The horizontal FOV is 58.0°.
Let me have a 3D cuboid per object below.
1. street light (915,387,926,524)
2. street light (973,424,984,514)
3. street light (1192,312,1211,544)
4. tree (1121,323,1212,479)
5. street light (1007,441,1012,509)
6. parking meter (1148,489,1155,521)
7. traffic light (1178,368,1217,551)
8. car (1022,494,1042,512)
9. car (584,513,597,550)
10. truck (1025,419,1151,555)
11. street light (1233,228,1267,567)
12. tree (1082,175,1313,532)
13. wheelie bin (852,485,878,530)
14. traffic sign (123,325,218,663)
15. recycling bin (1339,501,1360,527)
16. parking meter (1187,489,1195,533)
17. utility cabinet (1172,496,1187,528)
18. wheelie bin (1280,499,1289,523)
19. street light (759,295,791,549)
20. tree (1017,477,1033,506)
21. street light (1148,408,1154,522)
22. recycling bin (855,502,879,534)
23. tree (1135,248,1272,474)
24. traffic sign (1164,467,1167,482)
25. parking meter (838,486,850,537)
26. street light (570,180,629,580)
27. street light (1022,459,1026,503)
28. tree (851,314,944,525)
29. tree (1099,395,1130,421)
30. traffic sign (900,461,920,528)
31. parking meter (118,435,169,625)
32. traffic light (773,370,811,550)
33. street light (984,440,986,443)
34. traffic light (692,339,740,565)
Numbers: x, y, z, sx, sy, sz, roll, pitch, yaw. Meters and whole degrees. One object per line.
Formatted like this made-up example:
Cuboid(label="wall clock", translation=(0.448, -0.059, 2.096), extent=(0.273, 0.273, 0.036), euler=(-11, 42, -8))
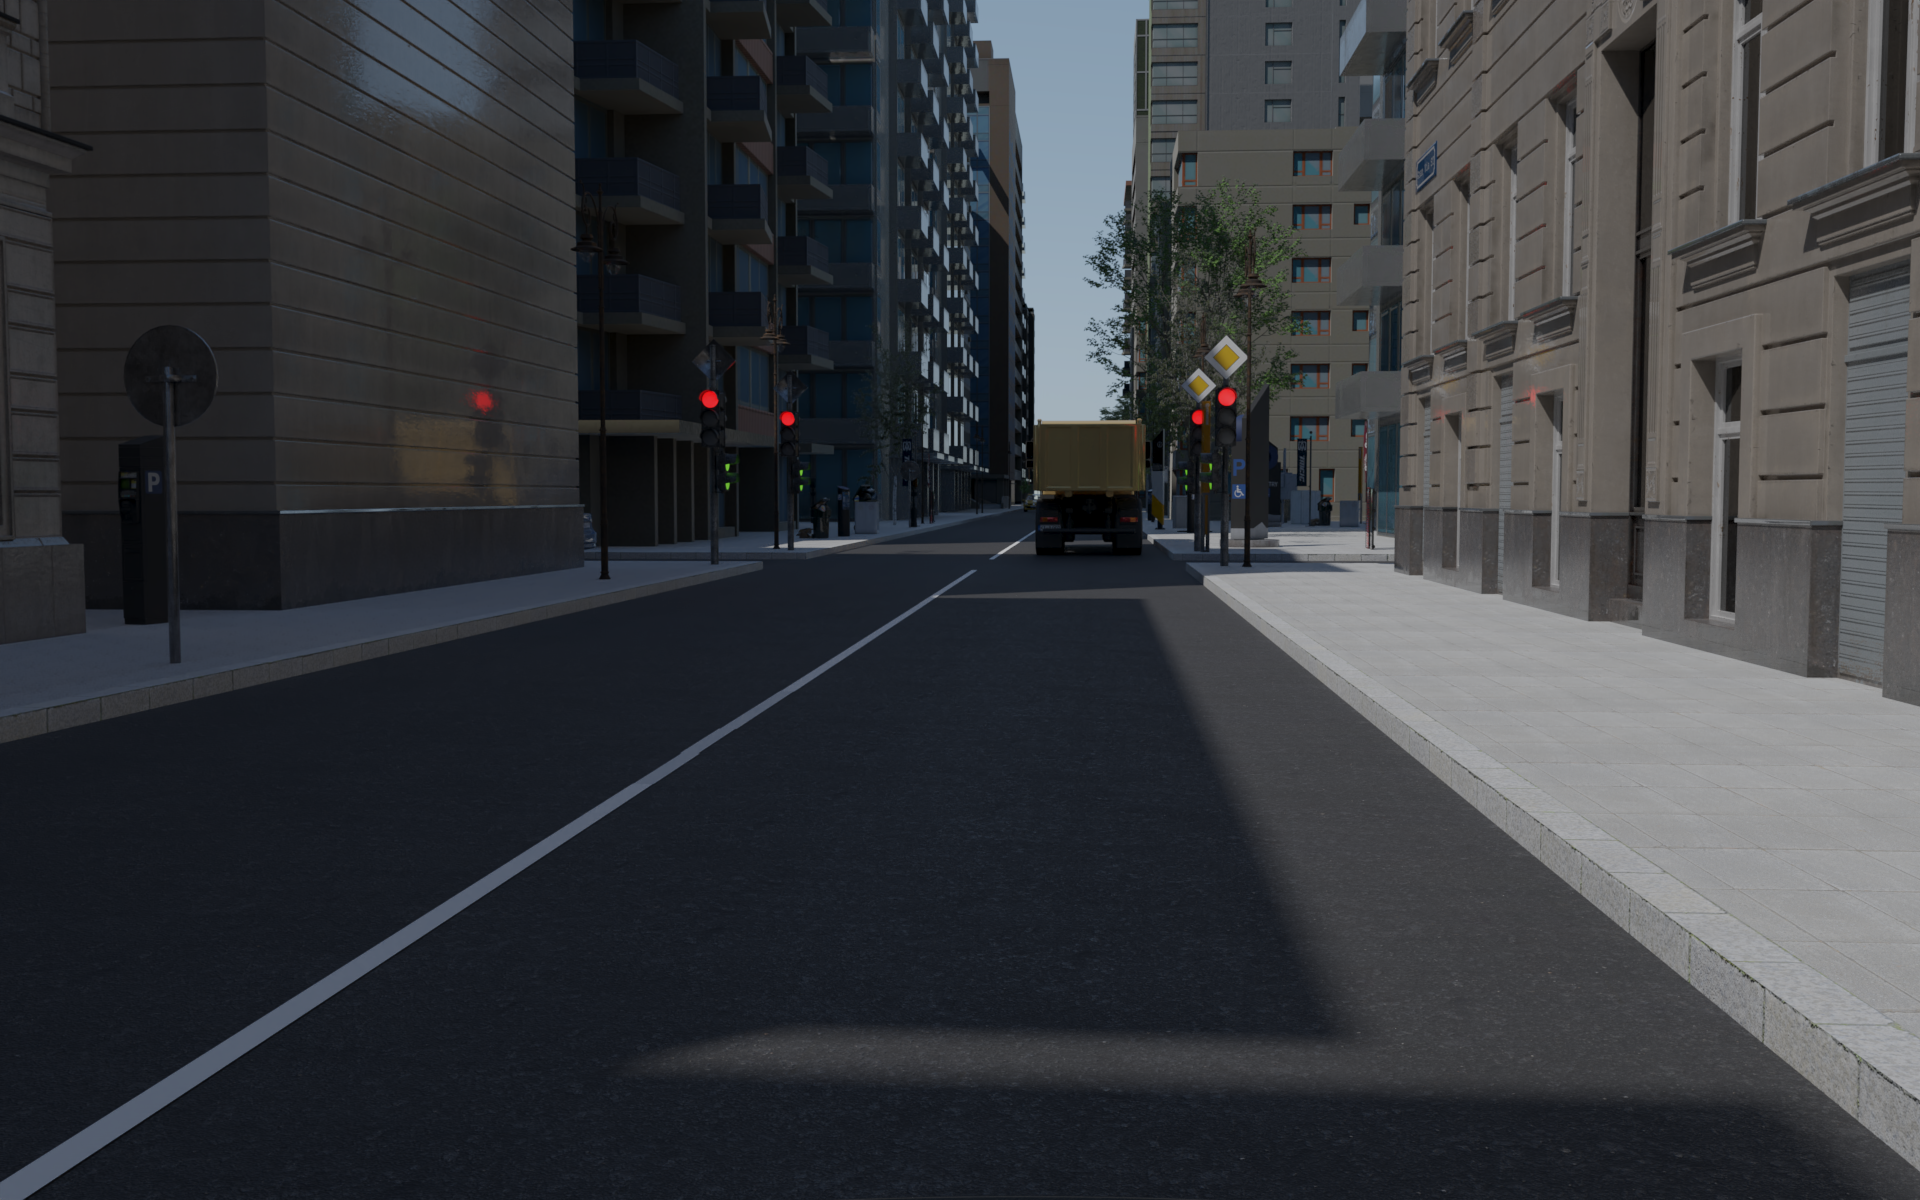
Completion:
Cuboid(label="street light", translation=(-1.621, -6.242, 74.841), extent=(0.468, 5.910, 1.993), euler=(0, 4, 4))
Cuboid(label="street light", translation=(1.073, -8.356, 109.407), extent=(0.468, 5.910, 1.993), euler=(0, 4, 4))
Cuboid(label="street light", translation=(6.171, -4.361, 44.097), extent=(0.468, 5.910, 1.993), euler=(0, 4, 4))
Cuboid(label="tree", translation=(8.746, -7.578, 74.269), extent=(4.737, 8.622, 4.395), euler=(0, 3, 0))
Cuboid(label="street light", translation=(4.307, -10.908, 151.129), extent=(0.468, 5.910, 1.993), euler=(0, 4, 4))
Cuboid(label="parking meter", translation=(9.246, -4.600, 83.616), extent=(0.372, 1.533, 0.369), euler=(0, 3, 0))
Cuboid(label="traffic light", translation=(5.296, -3.044, 38.694), extent=(0.839, 4.253, 0.868), euler=(0, 4, 4))
Cuboid(label="car", translation=(6.021, -7.913, 139.603), extent=(2.015, 1.641, 3.980), euler=(0, 4, 5))
Cuboid(label="car", translation=(-9.905, -1.481, 36.211), extent=(4.499, 1.417, 2.014), euler=(0, 4, 4))
Cuboid(label="truck", translation=(3.286, -2.959, 44.297), extent=(3.469, 3.379, 9.791), euler=(0, 4, 4))
Cuboid(label="street light", translation=(5.057, -3.520, 30.339), extent=(0.468, 5.910, 1.993), euler=(0, 4, 4))
Cuboid(label="tree", translation=(7.858, -8.083, 57.913), extent=(9.928, 11.665, 9.643), euler=(0, 3, 0))
Cuboid(label="wheelie bin", translation=(-3.267, -3.193, 60.109), extent=(0.693, 1.594, 0.980), euler=(2, 4, 28))
Cuboid(label="traffic sign", translation=(-5.958, -0.793, 13.072), extent=(0.768, 2.556, 0.104), euler=(1, 4, 8))
Cuboid(label="recycling bin", translation=(15.184, -3.356, 67.432), extent=(0.722, 1.027, 0.722), euler=(1, 4, 19))
Cuboid(label="parking meter", translation=(7.677, -2.981, 57.152), extent=(0.372, 1.533, 0.369), euler=(0, 3, 0))
Cuboid(label="utility cabinet", translation=(8.490, -3.292, 64.980), extent=(1.020, 1.237, 0.306), euler=(-1, 4, -22))
Cuboid(label="wheelie bin", translation=(14.233, -4.233, 77.118), extent=(0.693, 1.594, 0.980), euler=(-2, 4, -31))
Cuboid(label="street light", translation=(-4.285, -4.127, 40.272), extent=(0.468, 5.910, 1.993), euler=(0, 4, 4))
Cuboid(label="tree", translation=(7.281, -11.998, 190.768), extent=(1.663, 3.219, 1.824), euler=(0, 3, 0))
Cuboid(label="street light", translation=(8.777, -6.476, 78.670), extent=(0.468, 5.910, 1.993), euler=(0, 4, 4))
Cuboid(label="recycling bin", translation=(-2.995, -2.644, 55.776), extent=(0.722, 1.027, 0.722), euler=(0, 4, 4))
Cuboid(label="tree", translation=(7.257, -6.186, 51.505), extent=(4.360, 8.622, 3.978), euler=(0, 3, 0))
Cuboid(label="traffic sign", translation=(7.306, -3.752, 63.477), extent=(0.606, 2.300, 0.079), euler=(1, 4, 13))
Cuboid(label="parking meter", translation=(-3.513, -2.687, 52.348), extent=(0.372, 1.533, 0.369), euler=(0, 3, 0))
Cuboid(label="street light", translation=(-5.347, -3.248, 25.895), extent=(0.468, 5.910, 1.993), euler=(0, 4, 4))
Cuboid(label="street light", translation=(6.874, -13.047, 186.099), extent=(0.468, 5.910, 1.993), euler=(0, 4, 4))
Cuboid(label="tree", translation=(-2.705, -7.415, 71.599), extent=(4.360, 8.622, 3.978), euler=(0, 3, 0))
Cuboid(label="tree", translation=(18.397, -17.052, 196.935), extent=(7.486, 12.596, 7.792), euler=(0, 3, 0))
Cuboid(label="traffic sign", translation=(-1.927, -4.040, 66.162), extent=(0.768, 2.556, 0.104), euler=(1, 4, 9))
Cuboid(label="parking meter", translation=(-8.056, -0.695, 17.082), extent=(0.255, 1.863, 0.399), euler=(1, 4, 17))
Cuboid(label="traffic light", translation=(-3.840, -3.086, 39.372), extent=(0.839, 4.253, 0.868), euler=(0, 4, 4))
Cuboid(label="street light", translation=(1.493, -8.759, 115.990), extent=(0.468, 5.910, 1.993), euler=(0, 4, 4))
Cuboid(label="traffic light", translation=(-4.448, -2.599, 31.410), extent=(0.839, 4.253, 0.868), euler=(0, 4, 4))
